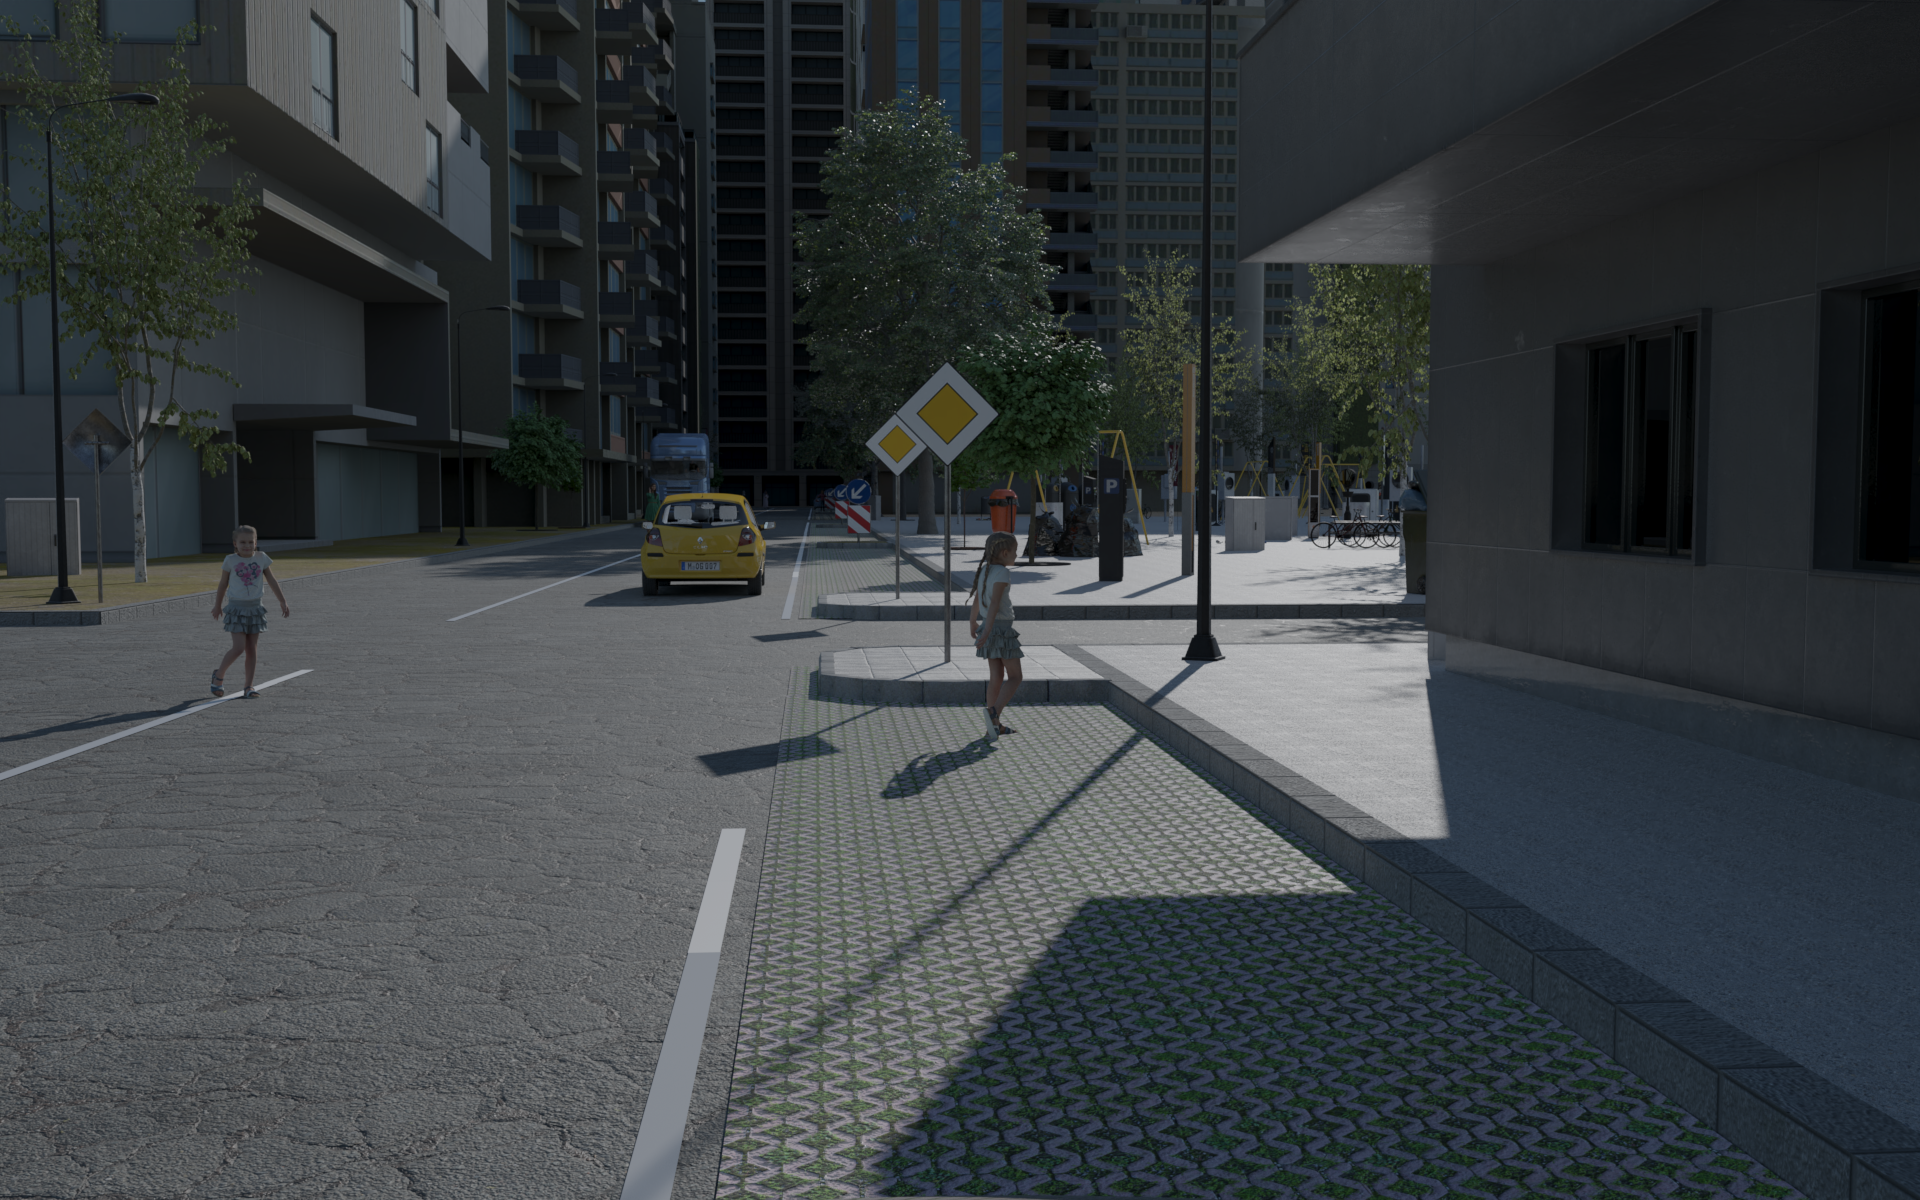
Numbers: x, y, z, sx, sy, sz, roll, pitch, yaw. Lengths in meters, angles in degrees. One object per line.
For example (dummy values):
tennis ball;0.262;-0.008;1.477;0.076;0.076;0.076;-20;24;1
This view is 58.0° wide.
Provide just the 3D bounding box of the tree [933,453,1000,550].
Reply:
tree;0.101;-2.766;39.821;1.663;3.219;1.824;0;3;0

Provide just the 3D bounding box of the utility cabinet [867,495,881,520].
utility cabinet;-4.196;-4.499;84.718;0.306;1.237;1.020;-2;4;-27

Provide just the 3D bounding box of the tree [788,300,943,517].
tree;-4.914;-11.026;97.280;9.611;12.733;9.660;0;3;0

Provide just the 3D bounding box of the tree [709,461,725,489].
tree;-21.757;-10.058;148.167;4.285;4.588;4.351;0;3;0

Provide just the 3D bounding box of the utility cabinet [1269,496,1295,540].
utility cabinet;8.736;-2.270;48.277;1.020;1.237;0.306;1;4;15

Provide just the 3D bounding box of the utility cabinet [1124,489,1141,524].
utility cabinet;7.197;-4.028;74.534;1.173;1.500;0.318;2;4;28

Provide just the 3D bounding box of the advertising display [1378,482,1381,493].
advertising display;22.913;-5.363;92.907;0.974;1.923;0.123;0;4;1

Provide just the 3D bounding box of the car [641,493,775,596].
car;-3.780;-0.959;25.897;2.015;1.641;3.980;0;4;-5

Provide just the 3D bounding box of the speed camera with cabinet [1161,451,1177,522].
speed camera with cabinet;10.350;-5.241;80.027;2.038;3.252;0.660;1;4;15

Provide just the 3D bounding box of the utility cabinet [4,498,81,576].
utility cabinet;-14.514;-0.994;27.420;1.020;1.237;0.306;-1;4;-21

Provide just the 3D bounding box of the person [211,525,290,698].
person;-5.035;0.076;12.273;0.505;1.210;0.382;-3;4;-38

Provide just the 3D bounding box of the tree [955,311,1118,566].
tree;1.256;-2.907;31.241;4.285;4.588;4.351;0;3;0

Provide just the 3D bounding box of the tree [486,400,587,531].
tree;-14.794;-4.700;60.554;4.285;4.588;4.351;0;3;0

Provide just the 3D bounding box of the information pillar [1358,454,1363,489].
information pillar;20.999;-6.089;90.913;0.183;3.616;0.504;0;4;-3

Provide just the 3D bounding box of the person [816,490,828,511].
person;-11.239;-8.117;141.928;1.217;1.743;0.721;-1;4;-22

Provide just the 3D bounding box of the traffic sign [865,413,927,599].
traffic sign;-0.764;-1.069;21.118;0.795;2.450;0.064;0;4;-5

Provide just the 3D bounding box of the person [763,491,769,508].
person;-19.262;-9.944;171.752;0.621;1.740;0.551;1;4;23

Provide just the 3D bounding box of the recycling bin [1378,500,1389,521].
recycling bin;19.179;-4.061;78.954;0.722;1.027;0.722;1;4;16

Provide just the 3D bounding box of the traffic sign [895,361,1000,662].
traffic sign;-0.098;-0.582;13.160;0.795;2.450;0.064;0;4;-5

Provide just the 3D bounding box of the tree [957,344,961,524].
tree;-0.286;-7.532;73.517;4.737;8.622;4.395;0;3;0

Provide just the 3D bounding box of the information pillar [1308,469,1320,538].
information pillar;10.254;-2.796;50.204;0.304;2.012;0.304;0;4;6

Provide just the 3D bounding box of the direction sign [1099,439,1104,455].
direction sign;5.830;-4.860;71.465;0.379;3.537;0.876;1;4;16

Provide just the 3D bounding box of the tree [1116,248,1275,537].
tree;6.457;-6.200;51.739;4.360;8.622;3.978;0;3;0

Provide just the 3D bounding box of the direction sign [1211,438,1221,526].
direction sign;10.294;-4.739;69.483;0.379;3.537;0.876;1;4;15

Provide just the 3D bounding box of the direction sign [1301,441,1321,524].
direction sign;15.090;-5.047;74.523;0.876;3.537;0.379;0;4;-2

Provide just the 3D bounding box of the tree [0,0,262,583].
tree;-11.837;-4.546;24.683;4.737;8.622;4.395;0;3;0

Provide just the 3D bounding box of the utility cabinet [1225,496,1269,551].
utility cabinet;6.496;-1.728;39.418;1.020;1.237;0.306;-3;4;-36

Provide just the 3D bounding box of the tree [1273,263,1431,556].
tree;8.983;-5.226;35.809;4.360;8.622;3.978;0;3;0

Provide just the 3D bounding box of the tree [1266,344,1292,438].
tree;15.766;-7.785;77.640;4.737;8.622;4.395;0;3;0

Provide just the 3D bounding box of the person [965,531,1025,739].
person;0.158;0.200;10.249;0.382;1.210;0.505;-2;4;-30

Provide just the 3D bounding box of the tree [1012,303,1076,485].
tree;2.966;-7.070;65.963;4.360;8.622;3.978;0;3;0

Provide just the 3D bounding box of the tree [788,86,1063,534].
tree;-1.017;-9.062;54.822;9.857;13.997;8.962;0;3;0

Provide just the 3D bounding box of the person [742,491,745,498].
person;-20.908;-9.632;166.710;0.721;1.736;1.217;-1;4;-12

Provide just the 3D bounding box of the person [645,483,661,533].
person;-10.073;-2.940;56.813;0.600;1.795;0.529;-3;5;-45

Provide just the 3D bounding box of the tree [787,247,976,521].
tree;-2.725;-10.589;83.503;12.009;13.543;11.850;0;3;0

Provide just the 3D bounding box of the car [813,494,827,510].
car;-12.505;-8.970;158.653;2.014;1.417;4.499;0;4;-5

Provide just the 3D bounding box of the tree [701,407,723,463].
tree;-21.958;-11.778;142.933;4.360;8.622;3.978;0;3;0

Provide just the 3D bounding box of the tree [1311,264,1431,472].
tree;7.333;-4.626;26.002;4.737;8.622;4.395;0;3;0

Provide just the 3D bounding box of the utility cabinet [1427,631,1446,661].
utility cabinet;4.044;-0.156;13.714;0.306;1.237;1.020;3;5;39

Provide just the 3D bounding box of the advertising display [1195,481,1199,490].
advertising display;11.473;-4.875;84.914;0.123;1.923;0.974;3;5;42

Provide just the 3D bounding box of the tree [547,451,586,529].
tree;-14.477;-4.289;64.733;1.663;3.219;1.824;0;3;0

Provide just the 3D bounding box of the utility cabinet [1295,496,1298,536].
utility cabinet;10.191;-2.611;53.850;0.306;1.237;1.020;-1;4;-8

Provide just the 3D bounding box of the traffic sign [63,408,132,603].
traffic sign;-10.128;-1.022;20.357;0.795;2.450;0.064;0;4;-5

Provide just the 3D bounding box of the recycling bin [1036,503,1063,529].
recycling bin;2.583;-2.367;51.251;0.722;1.027;0.722;2;4;28

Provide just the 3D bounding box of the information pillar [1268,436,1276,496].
information pillar;12.685;-4.840;70.496;0.183;3.616;0.504;-1;4;-18

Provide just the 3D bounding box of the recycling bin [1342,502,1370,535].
recycling bin;12.153;-2.485;53.176;0.722;1.027;0.722;1;4;22

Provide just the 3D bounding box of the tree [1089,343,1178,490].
tree;7.847;-8.201;84.450;4.737;8.622;4.395;0;3;0
